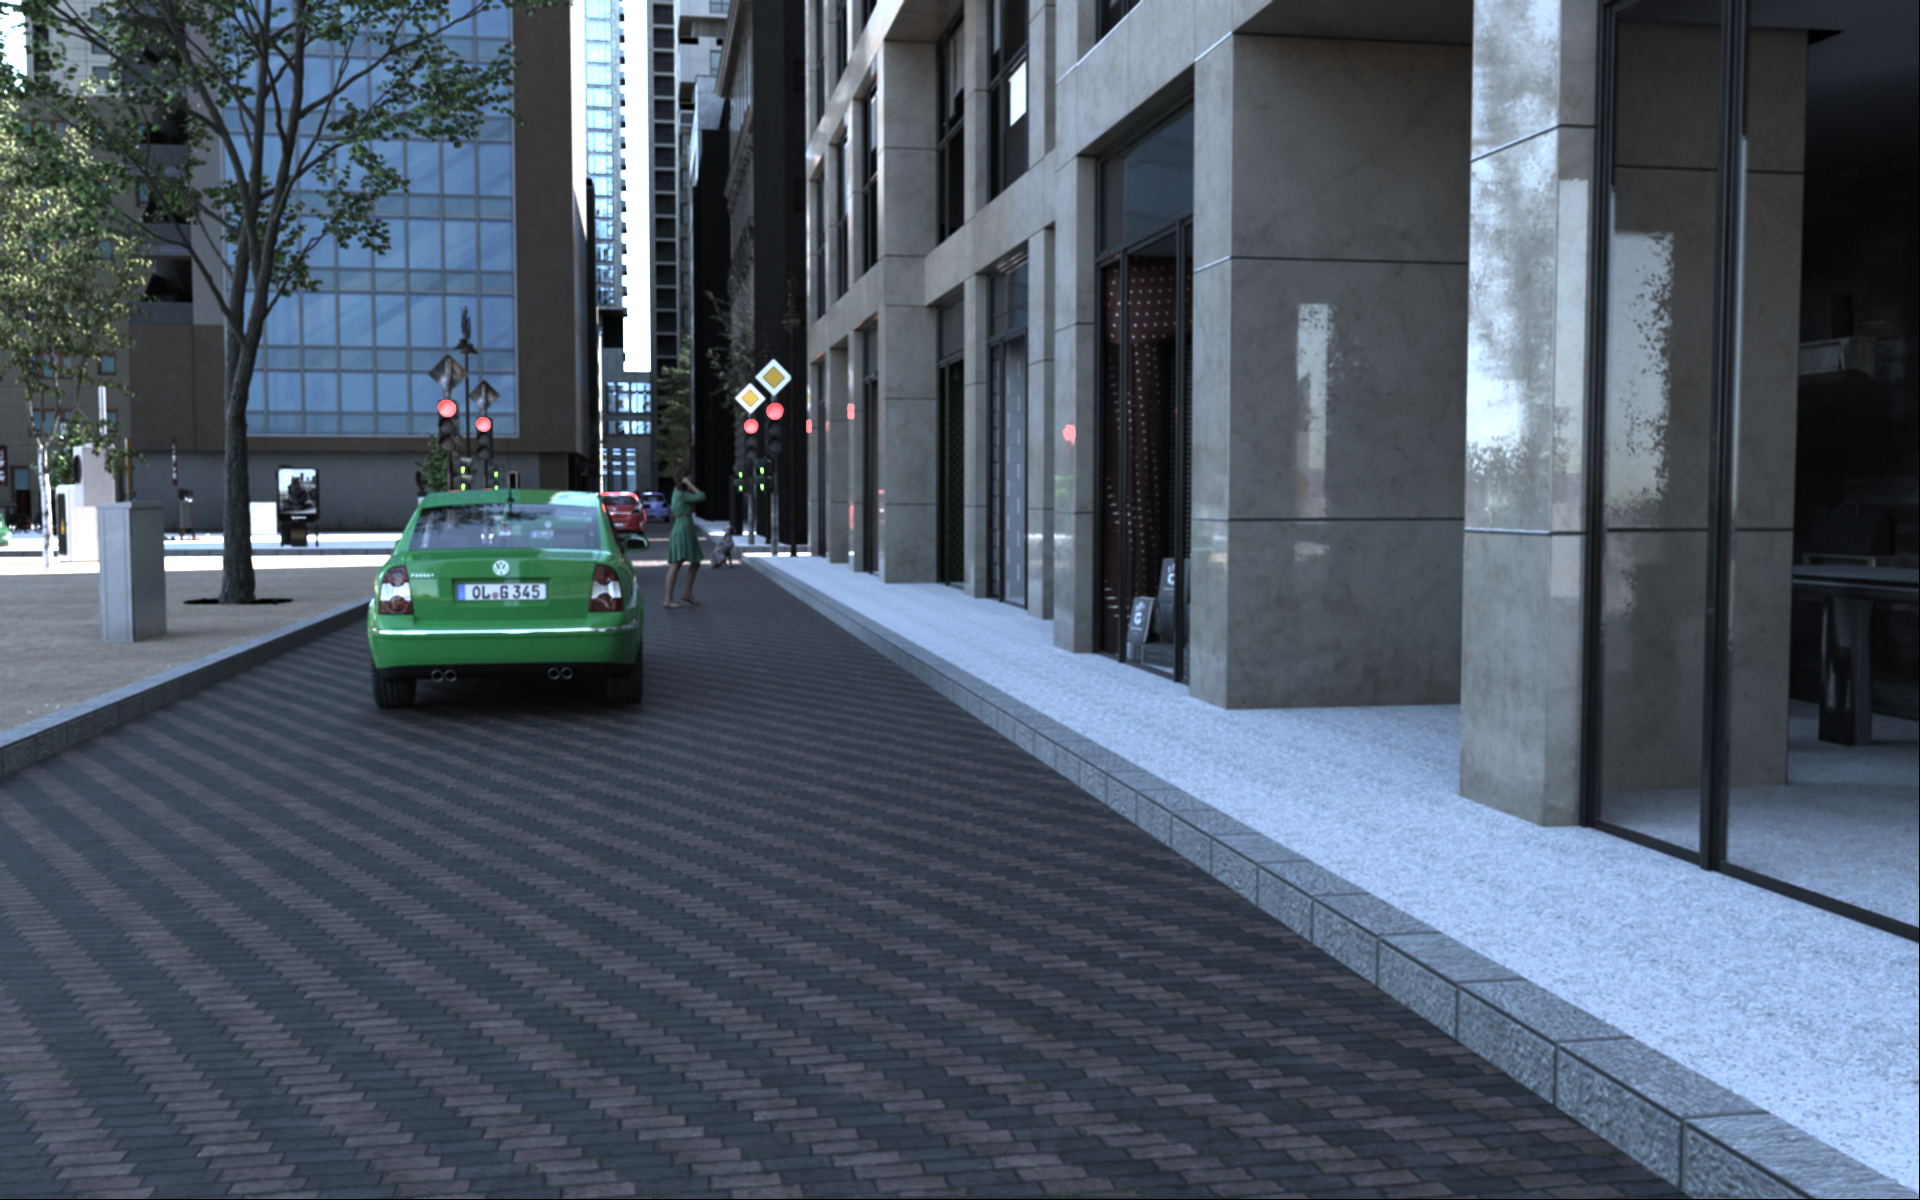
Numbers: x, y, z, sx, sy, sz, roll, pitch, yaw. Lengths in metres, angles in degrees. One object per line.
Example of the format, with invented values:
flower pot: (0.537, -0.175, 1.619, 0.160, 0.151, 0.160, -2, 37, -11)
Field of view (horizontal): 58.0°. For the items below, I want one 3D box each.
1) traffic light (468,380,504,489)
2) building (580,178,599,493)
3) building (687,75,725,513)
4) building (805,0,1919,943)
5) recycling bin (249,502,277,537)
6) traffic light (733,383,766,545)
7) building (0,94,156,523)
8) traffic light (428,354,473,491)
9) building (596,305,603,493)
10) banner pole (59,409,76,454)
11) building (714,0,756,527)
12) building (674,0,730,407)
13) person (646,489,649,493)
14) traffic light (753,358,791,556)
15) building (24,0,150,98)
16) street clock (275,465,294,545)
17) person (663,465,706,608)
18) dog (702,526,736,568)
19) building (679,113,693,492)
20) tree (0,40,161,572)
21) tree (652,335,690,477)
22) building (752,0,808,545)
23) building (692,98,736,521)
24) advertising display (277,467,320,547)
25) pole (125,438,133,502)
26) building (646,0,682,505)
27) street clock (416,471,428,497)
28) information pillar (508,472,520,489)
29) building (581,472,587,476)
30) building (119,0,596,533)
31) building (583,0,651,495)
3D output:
traffic light: (-11.667, -3.285, 42.639, 0.839, 4.253, 0.868, -1, 4, -10)
building: (-38.943, -23.178, 150.668, 14.160, 30.474, 14.107, -1, 4, -10)
building: (-10.683, -17.792, 108.915, 12.078, 24.808, 19.932, -1, 4, -10)
building: (9.301, -13.219, 20.643, 19.350, 26.468, 34.151, -1, 4, -10)
recycling bin: (-21.250, -2.457, 52.733, 0.722, 1.027, 0.722, -2, 4, -30)
traffic light: (-5.313, -3.357, 43.813, 0.839, 4.253, 0.868, -1, 4, -10)
building: (-34.959, -15.033, 90.834, 27.650, 21.520, 28.899, -1, 4, -10)
traffic light: (-10.230, -2.805, 34.783, 0.839, 4.253, 0.868, -1, 4, -10)
building: (-51.472, -20.239, 175.951, 28.899, 21.520, 27.650, -1, 4, -10)
banner pole: (-26.224, -3.735, 51.090, 0.401, 3.779, 0.863, 1, 4, 14)
building: (-4.280, -14.915, 72.740, 11.050, 23.489, 19.941, -1, 4, -10)
building: (-11.995, -34.746, 157.334, 28.713, 52.752, 27.495, -1, 4, -10)
person: (-26.486, -8.462, 146.833, 0.705, 1.826, 1.348, 2, 4, 24)
traffic light: (-3.876, -2.877, 35.958, 0.839, 4.253, 0.868, -1, 4, -10)
building: (-92.807, -46.503, 198.569, 20.611, 71.187, 20.563, -1, 4, -10)
street clock: (-17.003, -2.396, 43.739, 0.471, 2.002, 0.358, 1, 4, 19)
person: (-3.523, -0.806, 21.932, 0.529, 1.795, 0.600, -2, 4, -25)
dog: (-4.727, -1.027, 33.632, 0.800, 0.831, 0.513, -1, 4, -12)
building: (-14.836, -22.268, 135.791, 14.160, 30.474, 14.107, -1, 4, -10)
tree: (-14.877, -4.745, 27.943, 4.737, 8.622, 4.395, 0, 3, 0)
tree: (-18.225, -12.546, 123.255, 7.486, 12.596, 7.792, 0, 3, 0)
building: (2.331, -13.491, 50.250, 15.834, 23.373, 12.332, -1, 4, -10)
building: (-7.603, -16.006, 91.375, 12.332, 23.373, 15.834, -1, 4, -10)
advertising display: (-16.059, -2.253, 42.049, 0.974, 1.923, 0.123, 0, 4, 0)
pole: (-30.492, -4.265, 63.576, 0.158, 3.312, 0.155, 0, 3, 0)
building: (-27.401, -47.209, 210.116, 20.611, 71.187, 20.563, -1, 4, -10)
street clock: (-16.566, -2.985, 53.383, 0.358, 2.002, 0.471, -3, 5, -39)
information pillar: (-14.755, -3.236, 57.394, 0.304, 2.012, 0.304, 0, 4, 6)
building: (-39.410, -28.959, 128.102, 22.147, 44.769, 28.867, -1, 4, -10)
building: (-20.944, -25.234, 62.680, 14.600, 45.320, 14.200, -1, 4, -10)
building: (-52.819, -54.589, 205.198, 31.000, 86.520, 22.319, -1, 4, -10)
